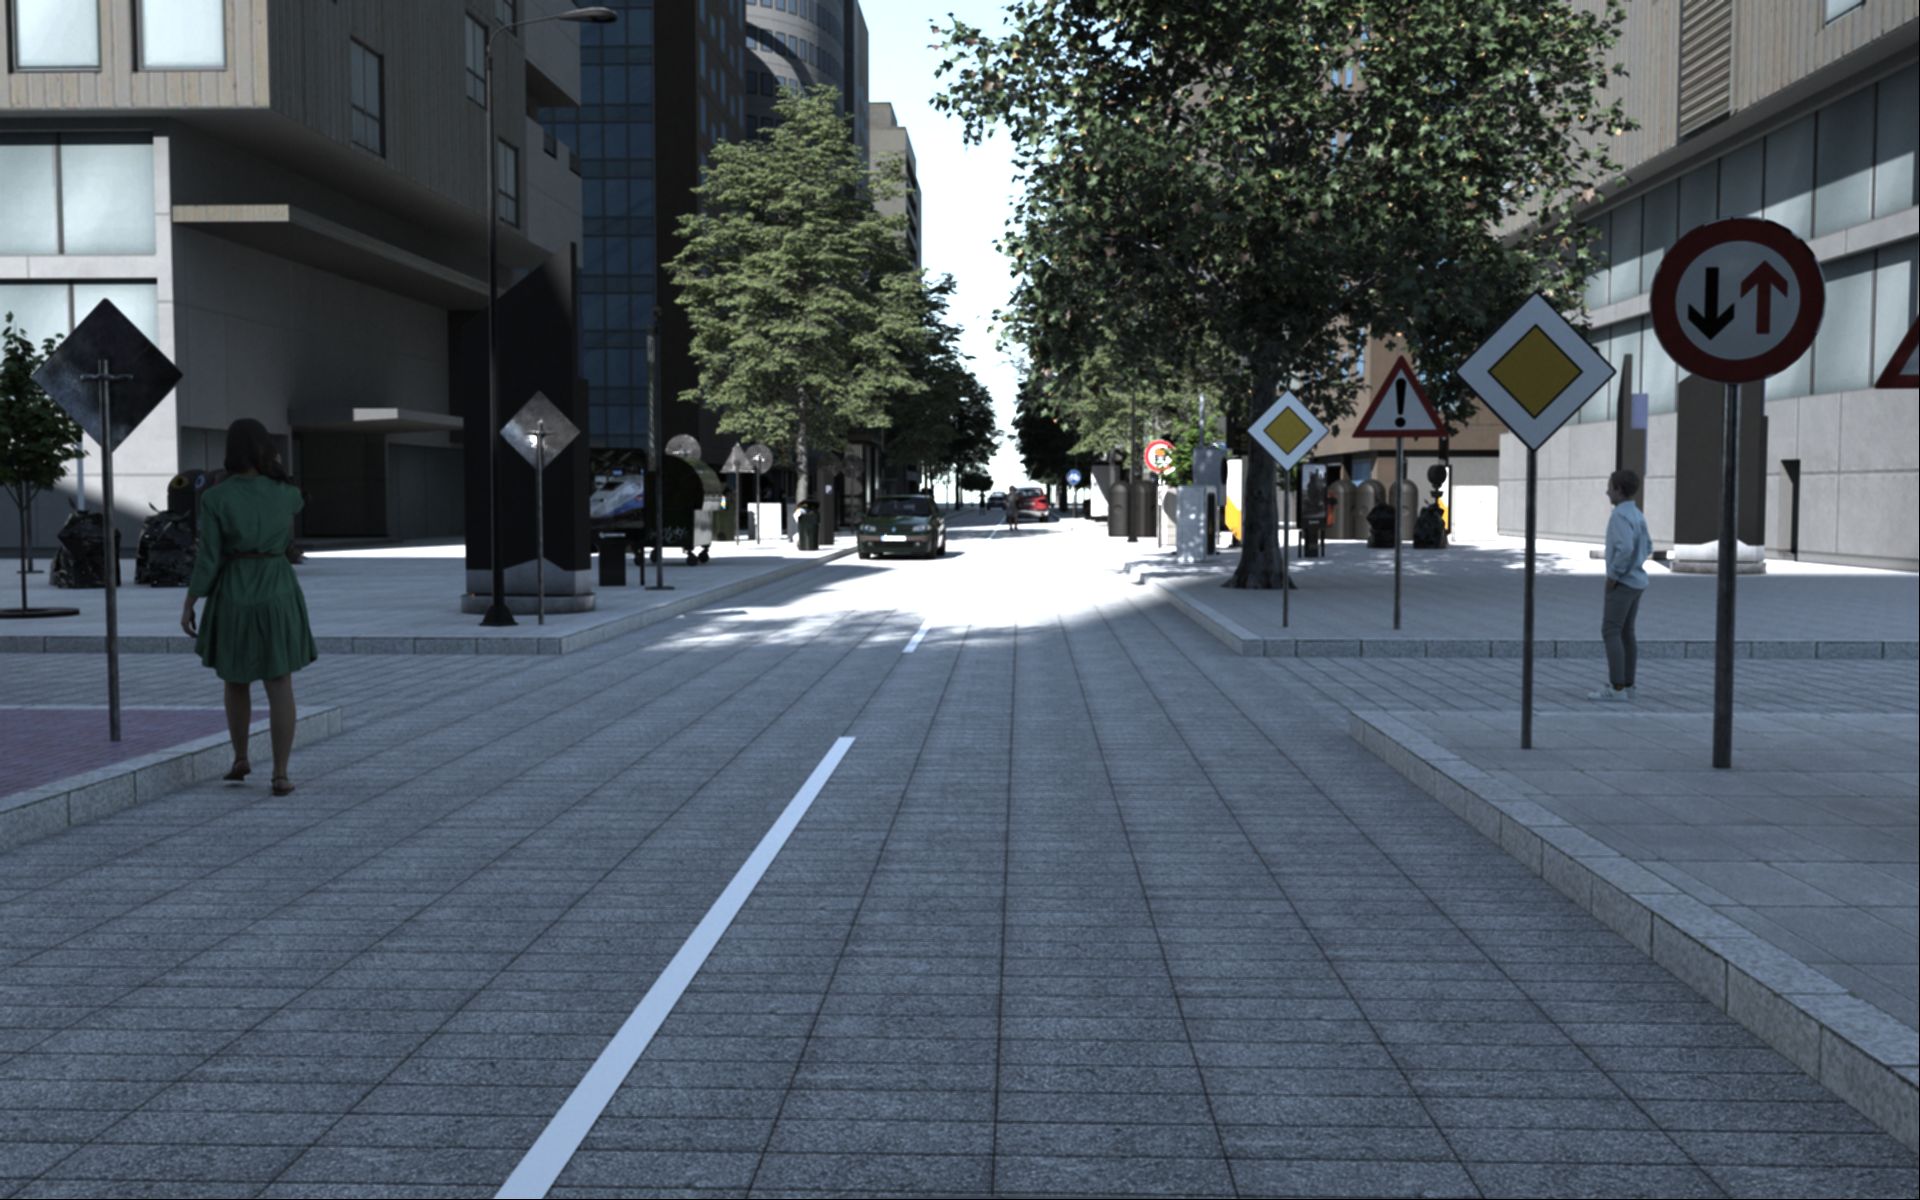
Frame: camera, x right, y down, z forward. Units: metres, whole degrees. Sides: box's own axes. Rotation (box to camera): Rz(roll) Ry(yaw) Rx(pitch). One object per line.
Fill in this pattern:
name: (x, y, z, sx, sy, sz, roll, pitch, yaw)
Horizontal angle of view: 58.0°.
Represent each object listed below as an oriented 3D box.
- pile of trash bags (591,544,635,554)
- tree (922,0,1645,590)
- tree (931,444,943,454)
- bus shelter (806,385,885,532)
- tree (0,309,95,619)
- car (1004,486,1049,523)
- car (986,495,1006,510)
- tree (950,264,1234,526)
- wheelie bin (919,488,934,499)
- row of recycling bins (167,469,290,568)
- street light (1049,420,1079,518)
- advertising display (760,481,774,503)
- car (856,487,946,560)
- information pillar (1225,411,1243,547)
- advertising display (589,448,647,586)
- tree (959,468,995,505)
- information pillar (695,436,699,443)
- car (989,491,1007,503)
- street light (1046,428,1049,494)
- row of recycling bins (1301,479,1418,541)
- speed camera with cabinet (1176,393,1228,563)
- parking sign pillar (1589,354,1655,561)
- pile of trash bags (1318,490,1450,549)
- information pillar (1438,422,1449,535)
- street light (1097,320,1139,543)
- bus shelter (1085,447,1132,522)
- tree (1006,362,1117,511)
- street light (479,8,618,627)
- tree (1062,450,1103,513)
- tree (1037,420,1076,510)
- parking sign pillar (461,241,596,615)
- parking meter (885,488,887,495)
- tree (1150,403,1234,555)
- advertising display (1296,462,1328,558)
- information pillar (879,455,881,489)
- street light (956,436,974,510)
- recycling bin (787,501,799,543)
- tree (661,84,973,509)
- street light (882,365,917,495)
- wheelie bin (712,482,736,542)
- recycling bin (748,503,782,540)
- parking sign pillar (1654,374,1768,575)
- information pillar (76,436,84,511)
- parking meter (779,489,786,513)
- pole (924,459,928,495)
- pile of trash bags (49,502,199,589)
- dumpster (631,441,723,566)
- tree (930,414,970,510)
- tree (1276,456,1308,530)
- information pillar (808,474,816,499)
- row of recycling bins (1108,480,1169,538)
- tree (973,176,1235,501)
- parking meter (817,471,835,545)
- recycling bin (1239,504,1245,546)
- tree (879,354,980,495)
pile of trash bags: (-8.797, -1.678, 37.184, 3.447, 1.369, 1.912, -2, 4, -28)
tree: (4.163, -6.497, 23.236, 9.611, 12.733, 9.660, 0, 3, 0)
tree: (0.094, -15.715, 167.313, 12.009, 13.543, 11.850, 0, 3, 0)
bus shelter: (-4.133, -5.188, 62.451, 2.179, 5.291, 8.768, 0, 4, 2)
tree: (-9.968, -1.451, 18.323, 1.663, 3.219, 1.824, 0, 3, 0)
car: (3.375, -4.809, 87.292, 2.281, 1.827, 5.304, 0, 3, 0)
car: (3.316, -8.890, 157.939, 1.945, 1.354, 3.894, 0, 4, 3)
tree: (6.103, -9.679, 68.628, 12.009, 13.543, 11.850, 0, 3, 0)
wheelie bin: (-1.787, -5.096, 91.222, 0.980, 1.594, 0.693, 3, 4, 37)
row of recycling bins: (-11.800, -1.275, 27.960, 1.069, 1.692, 3.534, -3, 5, -42)
street light: (5.603, -7.280, 91.575, 1.470, 5.913, 1.316, 0, 4, 2)
advertising display: (-9.646, -4.966, 86.414, 0.974, 1.923, 0.123, 3, 5, 41)
car: (-1.287, -1.796, 39.154, 2.009, 1.686, 4.222, 0, 4, 4)
information pillar: (6.609, -3.083, 41.759, 0.183, 3.616, 0.504, -2, 4, -32)
advertising display: (-4.862, -1.159, 24.160, 0.974, 1.923, 0.123, -1, 4, -19)
tree: (1.259, -13.997, 212.565, 4.285, 4.588, 4.351, 0, 3, 0)
information pillar: (-10.597, -4.760, 69.174, 0.183, 3.616, 0.504, 3, 5, 43)
car: (4.661, -12.206, 208.240, 2.281, 1.827, 5.304, 0, 4, 1)
street light: (6.759, -9.112, 121.520, 1.470, 5.913, 1.316, 0, 4, 2)
row of recycling bins: (11.130, -2.524, 48.387, 3.534, 1.692, 1.069, 3, 5, 41)
speed camera with cabinet: (4.670, -2.380, 33.253, 0.660, 3.252, 2.038, 1, 4, 20)
parking sign pillar: (13.159, -2.785, 34.010, 1.447, 3.967, 1.447, 1, 4, 16)
pile of trash bags: (10.160, -1.962, 41.839, 3.447, 1.369, 1.912, 2, 4, 31)
information pillar: (15.061, -3.829, 53.952, 0.183, 3.616, 0.504, -1, 4, -14)
street light: (4.045, -4.483, 45.839, 1.470, 5.913, 1.316, 0, 4, 2)
bus shelter: (6.713, -5.128, 77.762, 2.014, 3.302, 5.546, 0, 4, 2)
tree: (7.862, -13.769, 131.777, 9.857, 13.997, 8.962, 0, 3, 0)
street light: (-3.971, -2.703, 16.733, 1.470, 5.913, 1.316, 0, 4, 2)
tree: (8.287, -8.096, 116.079, 4.285, 4.588, 4.351, 0, 3, 0)
tree: (9.177, -12.672, 157.543, 4.737, 8.622, 4.395, 0, 3, 0)
parking sign pillar: (-4.735, -1.862, 18.916, 1.447, 3.967, 1.447, 1, 4, 13)
parking meter: (-3.367, -4.123, 75.824, 0.372, 1.533, 0.369, 0, 3, 0)
tree: (5.027, -2.592, 36.980, 1.663, 3.219, 1.824, 0, 3, 0)
advertising display: (7.143, -1.832, 35.163, 0.123, 1.923, 0.974, 3, 5, 44)
information pillar: (-4.242, -5.862, 87.198, 0.504, 3.616, 0.183, 1, 4, 16)
street light: (0.375, -10.186, 139.088, 1.470, 5.913, 1.316, 0, 4, 2)
recycling bin: (-4.111, -2.044, 45.970, 0.722, 1.027, 0.722, -3, 4, -36)
tree: (-4.440, -7.950, 48.114, 7.486, 12.596, 7.792, 0, 3, 0)
street light: (-2.245, -5.506, 62.562, 1.470, 5.913, 1.316, 0, 4, 2)
wheelie bin: (-6.432, -2.391, 47.009, 0.693, 1.594, 0.980, -2, 4, -29)
recycling bin: (-5.453, -2.191, 48.381, 0.722, 1.027, 0.722, -2, 4, -35)
parking sign pillar: (12.385, -2.428, 28.175, 1.447, 3.967, 1.447, 3, 5, 42)
information pillar: (-14.141, -2.230, 27.822, 0.183, 3.616, 0.504, -2, 4, -28)
parking meter: (-8.811, -4.756, 86.169, 0.372, 1.533, 0.369, 0, 3, 0)
pole: (-1.653, -5.529, 84.240, 0.158, 3.312, 0.155, 0, 3, 0)
pile of trash bags: (-12.357, -0.882, 24.169, 3.447, 1.369, 1.912, -1, 4, -17)
dumpster: (-5.223, -1.772, 31.471, 1.502, 2.255, 1.985, 0, 4, 2)
tree: (-1.188, -11.314, 135.339, 4.360, 8.622, 3.978, 0, 3, 0)
tree: (12.059, -4.164, 62.686, 1.663, 3.219, 1.824, 0, 3, 0)
information pillar: (-5.409, -3.570, 62.857, 0.304, 2.012, 0.304, 0, 4, 7)
row of recycling bins: (5.883, -2.700, 51.255, 3.534, 1.692, 1.069, 3, 5, 40)
tree: (5.772, -8.297, 53.787, 7.486, 12.596, 7.792, 0, 3, 0)
parking meter: (-3.355, -2.302, 43.351, 0.399, 1.863, 0.255, -3, 5, -42)
recycling bin: (7.266, -1.841, 42.654, 0.722, 1.027, 0.722, 3, 4, 37)
tree: (-2.078, -11.059, 115.220, 7.601, 10.594, 8.767, 1, 4, 16)
